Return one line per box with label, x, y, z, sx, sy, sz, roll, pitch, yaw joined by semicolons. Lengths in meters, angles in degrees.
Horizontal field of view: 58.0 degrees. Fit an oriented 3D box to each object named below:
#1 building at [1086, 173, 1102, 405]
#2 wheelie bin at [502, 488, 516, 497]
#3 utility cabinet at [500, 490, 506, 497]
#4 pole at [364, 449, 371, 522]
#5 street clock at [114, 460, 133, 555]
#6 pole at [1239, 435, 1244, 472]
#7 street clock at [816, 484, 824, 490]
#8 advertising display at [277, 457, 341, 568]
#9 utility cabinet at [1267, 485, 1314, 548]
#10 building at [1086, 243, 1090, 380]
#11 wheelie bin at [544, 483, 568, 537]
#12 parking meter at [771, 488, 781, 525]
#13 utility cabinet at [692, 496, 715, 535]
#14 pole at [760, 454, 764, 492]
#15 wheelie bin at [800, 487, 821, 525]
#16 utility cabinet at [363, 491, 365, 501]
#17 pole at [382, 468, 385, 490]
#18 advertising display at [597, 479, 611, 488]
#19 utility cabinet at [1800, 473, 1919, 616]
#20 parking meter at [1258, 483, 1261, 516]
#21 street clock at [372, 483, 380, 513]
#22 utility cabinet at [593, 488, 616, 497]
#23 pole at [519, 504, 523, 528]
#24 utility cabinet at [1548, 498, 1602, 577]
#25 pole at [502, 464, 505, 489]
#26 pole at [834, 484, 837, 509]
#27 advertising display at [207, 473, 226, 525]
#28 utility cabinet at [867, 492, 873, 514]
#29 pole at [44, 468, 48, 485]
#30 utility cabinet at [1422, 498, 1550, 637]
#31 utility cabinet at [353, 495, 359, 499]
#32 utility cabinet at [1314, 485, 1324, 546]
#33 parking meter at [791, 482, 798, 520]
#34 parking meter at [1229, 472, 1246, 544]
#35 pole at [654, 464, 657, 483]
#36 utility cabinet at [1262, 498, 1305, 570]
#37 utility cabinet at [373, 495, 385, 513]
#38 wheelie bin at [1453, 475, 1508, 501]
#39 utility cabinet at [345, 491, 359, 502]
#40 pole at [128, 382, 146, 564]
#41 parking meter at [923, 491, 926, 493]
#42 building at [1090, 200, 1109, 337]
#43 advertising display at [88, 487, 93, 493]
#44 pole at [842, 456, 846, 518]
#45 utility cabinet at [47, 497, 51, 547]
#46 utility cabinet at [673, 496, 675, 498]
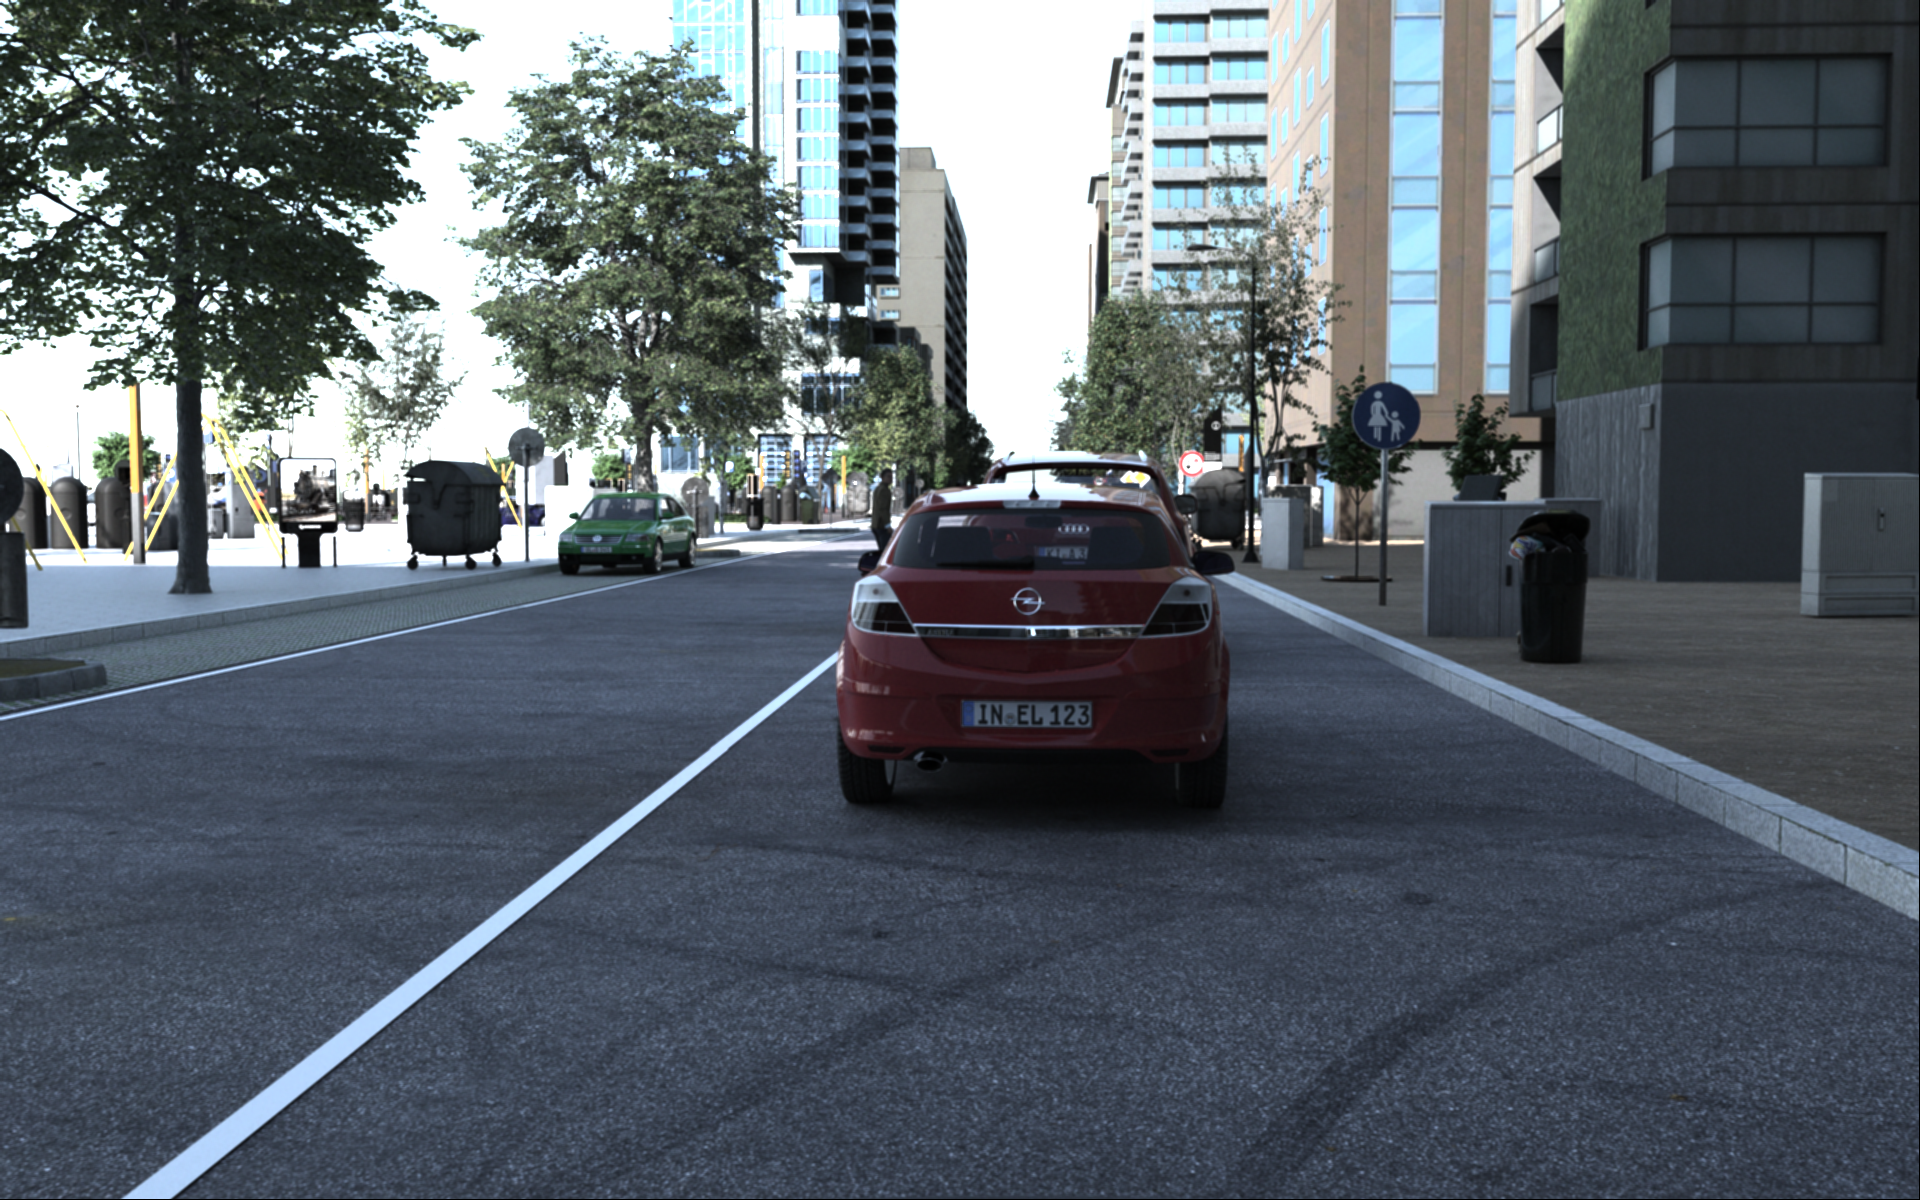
building;34.813;-42.042;276.630;28.713;52.752;27.495;0;4;3
wheelie bin;-22.832;-4.921;88.359;0.980;1.594;0.693;-1;4;-12
utility cabinet;-24.387;-5.147;92.828;0.318;1.500;1.173;0;4;-2
pole;-27.110;-5.222;79.228;0.158;3.312;0.155;0;3;0
street clock;-17.592;-1.961;36.628;0.471;2.002;0.358;1;4;14
pole;9.775;-4.060;60.231;0.158;3.312;0.155;0;3;0
street clock;-9.465;-6.889;117.202;0.471;2.002;0.358;-2;4;-23
advertising display;-11.376;-1.530;30.230;0.974;1.923;0.123;-2;4;-29
utility cabinet;7.634;-1.945;40.485;1.173;1.500;0.318;-2;4;-23
building;28.852;-39.652;298.412;14.600;45.320;14.200;0;4;3
wheelie bin;-11.992;-2.667;51.513;0.980;1.594;0.693;1;4;10
parking meter;-7.639;-3.885;71.928;0.372;1.533;0.369;0;3;0
utility cabinet;-8.096;-2.660;54.649;0.306;1.237;1.020;1;4;20
pole;-10.195;-5.828;89.127;0.158;3.312;0.155;0;3;0
wheelie bin;-6.301;-3.955;72.568;0.693;1.594;0.980;2;4;25
utility cabinet;-47.400;-7.920;138.174;0.318;1.500;1.173;-1;4;-13
pole;-45.866;-8.809;137.873;0.158;3.312;0.155;0;3;0
advertising display;-15.588;-4.323;75.896;0.123;1.923;0.974;1;4;19
utility cabinet;9.416;-0.574;18.056;1.173;1.500;0.318;-1;4;-9
parking meter;15.649;-5.140;89.745;0.399;1.863;0.255;1;4;16
street clock;-37.381;-6.508;110.970;0.358;2.002;0.471;2;4;25
utility cabinet;-13.226;-3.380;63.938;0.318;1.500;1.173;2;4;31
pole;-16.642;-4.394;65.693;0.158;3.312;0.155;0;3;0
utility cabinet;9.410;-0.958;26.825;1.020;1.237;0.306;-1;4;-17
pole;-30.767;-7.519;116.776;0.158;3.312;0.155;0;3;0
pole;-10.585;-9.374;147.108;0.158;3.312;0.155;0;3;0
advertising display;-22.705;-2.918;52.930;0.123;1.923;0.974;3;5;43
utility cabinet;-6.037;-6.156;109.337;1.173;1.500;0.318;2;4;25
pole;-71.273;-8.640;135.115;0.158;3.312;0.155;0;3;0
utility cabinet;4.728;-0.274;15.635;1.020;1.237;0.306;0;4;4
utility cabinet;-42.701;-6.814;122.575;0.306;1.237;1.020;-2;4;-34
utility cabinet;8.574;-2.060;42.354;0.318;1.500;1.173;0;4;-6
parking meter;-8.162;-4.874;85.397;0.255;1.863;0.399;-2;4;-25
parking meter;7.179;-2.391;44.807;0.399;1.863;0.255;-2;4;-30
pole;-20.547;-7.524;116.857;0.158;3.312;0.155;0;3;0
utility cabinet;5.539;-1.133;29.683;0.306;1.237;1.020;-1;4;-17
utility cabinet;-40.490;-6.701;120.716;1.020;1.237;0.306;3;5;42
wheelie bin;8.555;-1.255;28.433;0.980;1.594;0.693;3;5;40
utility cabinet;-51.323;-8.417;146.299;1.173;1.500;0.318;-1;4;-14
pole;-14.996;-2.307;31.558;0.158;3.312;0.155;0;3;0
parking meter;-3.011;-8.542;148.066;0.372;1.533;0.369;0;3;0
building;27.162;-37.082;256.396;14.600;45.320;14.200;0;4;3
advertising display;-75.252;-8.812;149.290;0.974;1.923;0.123;-1;4;-13
pole;-6.238;-6.061;92.941;0.158;3.312;0.155;0;3;0
utility cabinet;-22.156;-1.890;42.061;1.020;1.237;0.306;2;4;26
utility cabinet;-10.588;-3.164;62.890;0.306;1.237;1.020;0;4;3
